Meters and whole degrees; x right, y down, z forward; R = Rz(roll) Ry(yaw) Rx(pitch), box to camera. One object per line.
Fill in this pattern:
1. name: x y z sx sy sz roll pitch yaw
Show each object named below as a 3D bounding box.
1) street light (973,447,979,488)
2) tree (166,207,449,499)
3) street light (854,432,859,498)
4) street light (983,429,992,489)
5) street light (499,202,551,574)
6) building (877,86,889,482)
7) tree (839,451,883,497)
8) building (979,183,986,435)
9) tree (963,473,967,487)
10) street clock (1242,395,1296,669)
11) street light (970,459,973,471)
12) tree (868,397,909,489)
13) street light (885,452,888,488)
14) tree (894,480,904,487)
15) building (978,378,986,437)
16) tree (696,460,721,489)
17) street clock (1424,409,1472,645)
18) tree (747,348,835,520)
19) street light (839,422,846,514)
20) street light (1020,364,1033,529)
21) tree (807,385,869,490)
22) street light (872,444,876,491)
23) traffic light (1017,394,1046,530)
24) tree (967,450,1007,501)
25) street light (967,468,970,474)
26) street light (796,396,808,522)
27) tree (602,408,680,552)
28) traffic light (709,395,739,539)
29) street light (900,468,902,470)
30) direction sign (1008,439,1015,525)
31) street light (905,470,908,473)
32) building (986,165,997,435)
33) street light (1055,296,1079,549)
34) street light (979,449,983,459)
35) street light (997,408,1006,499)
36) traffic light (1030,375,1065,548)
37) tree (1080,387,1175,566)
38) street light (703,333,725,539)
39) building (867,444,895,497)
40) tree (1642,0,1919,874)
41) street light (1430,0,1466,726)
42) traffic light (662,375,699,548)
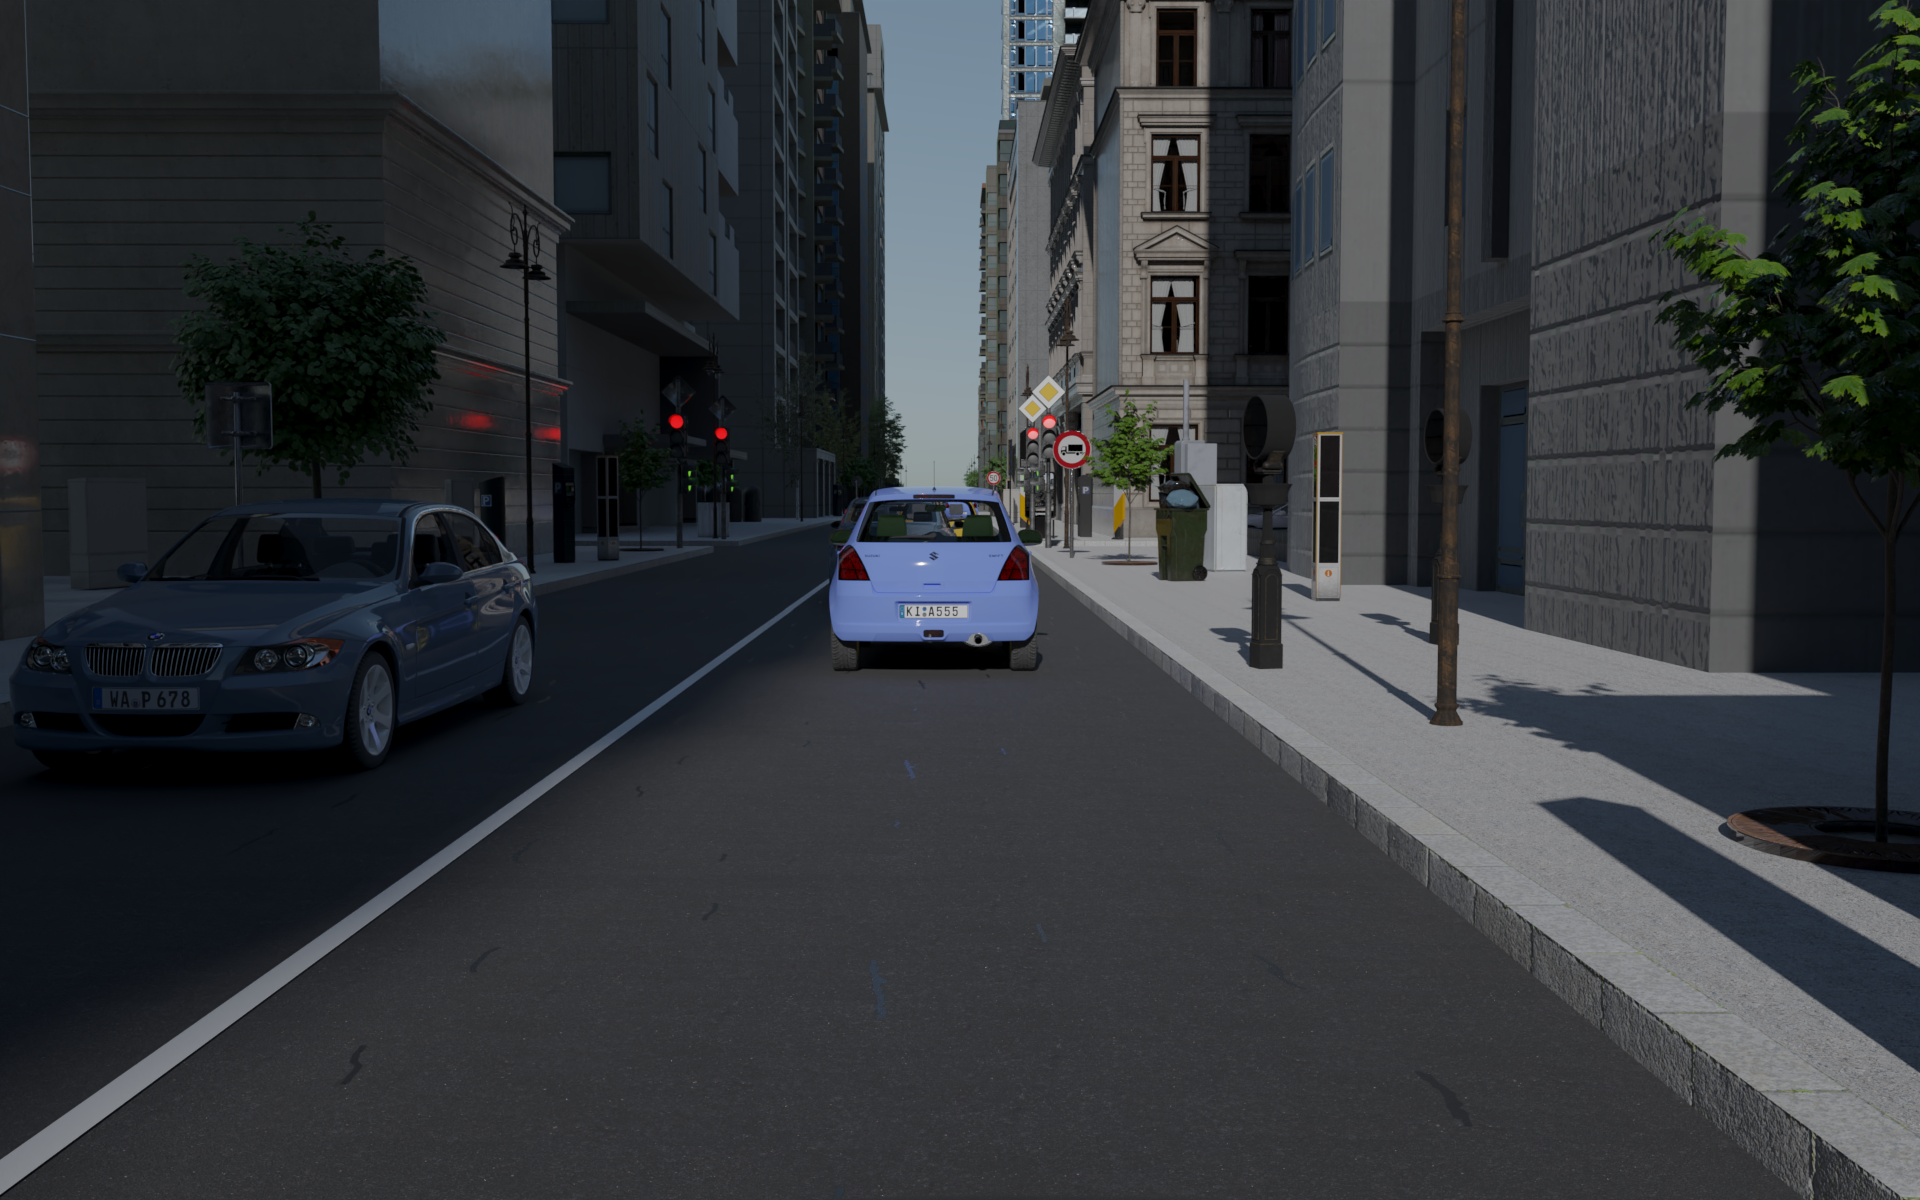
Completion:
1. street light: 1.801 -12.055 169.892 0.468 5.910 1.993 0 4 0
2. tree: -7.492 -2.216 19.938 4.285 4.588 4.351 0 3 0
3. street light: -7.588 -9.356 125.764 0.468 5.910 1.993 0 4 0
4. street light: 2.087 -9.200 123.203 0.468 5.910 1.993 0 4 0
5. street light: -6.933 -3.364 27.787 0.468 5.910 1.993 0 4 0
6. building: -23.763 -38.672 221.527 28.713 52.752 27.495 0 4 0
7. tree: -7.539 -9.027 131.299 4.285 4.588 4.351 0 3 0
8. building: 13.738 -35.756 239.227 22.147 44.769 28.867 0 4 0
9. tree: 1.836 -13.694 207.608 4.285 4.588 4.351 0 3 0
10. street clock: 2.259 -0.499 12.723 0.358 2.002 0.471 -1 4 -14
11. street light: 1.652 -13.920 200.386 0.468 5.910 1.993 0 4 0
12. tree: -9.486 -17.303 201.025 7.486 12.596 7.792 0 3 0
13. street light: -7.965 -13.091 186.817 0.468 5.910 1.993 0 4 0
14. tree: -8.256 -15.457 247.318 1.663 3.219 1.824 0 3 0
15. building: 16.840 -25.953 269.374 27.650 21.520 28.899 0 4 0
16. tree: -12.721 -6.204 85.152 4.285 4.588 4.351 0 3 0
17. street clock: 4.131 -0.621 14.720 0.358 2.002 0.471 -1 4 -9
18. tree: -8.339 -8.304 86.139 4.360 8.622 3.978 0 3 0
19. street light: -7.458 -8.450 110.945 0.468 5.910 1.993 0 4 0
20. street light: 2.400 -5.435 61.655 0.468 5.910 1.993 0 4 0
21. tree: -8.480 -10.253 118.001 4.737 8.622 4.395 0 3 0
22. street light: -7.723 -11.224 156.306 0.468 5.910 1.993 0 4 0
23. traffic light: 2.030 -3.677 49.034 0.839 4.253 0.868 0 4 0
24. tree: 3.173 -8.851 128.426 4.285 4.588 4.351 0 3 0
25. street light: 1.489 -15.193 221.189 0.468 5.910 1.993 0 4 0
26. street light: -7.363 -6.585 80.450 0.468 5.910 1.993 0 4 0
27. tree: -7.160 -2.711 38.930 1.663 3.219 1.824 0 3 0
28. traffic light: -6.681 -3.673 48.967 0.839 4.253 0.868 0 4 0
29. street light: -8.182 -16.336 239.872 0.468 5.910 1.993 0 4 0
30. direction sign: 2.084 -4.883 71.838 0.379 3.537 0.876 0 4 -7
31. street light: -8.418 -18.221 270.703 0.468 5.910 1.993 0 4 0
32. building: 10.218 -32.678 217.878 14.154 41.232 14.086 0 4 0
33. street light: 2.508 -4.147 40.593 0.468 5.910 1.993 0 4 0
34. street light: 1.952 -10.184 139.292 0.468 5.910 1.993 0 4 0
35. street light: 2.214 -7.335 92.709 0.468 5.910 1.993 0 4 0
36. traffic light: 2.076 -3.188 41.049 0.839 4.253 0.868 0 4 0
37. tree: 3.063 -2.262 31.586 1.663 3.219 1.824 0 3 0
38. street light: -7.060 -4.711 49.807 0.468 5.910 1.993 0 4 0
39. building: -25.571 -33.989 247.595 32.217 40.220 23.993 0 4 0
40. tree: 3.285 -0.718 6.344 1.663 3.219 1.824 0 3 0
41. street light: 2.711 -2.244 9.474 0.468 5.910 1.993 0 4 0
42. traffic light: -6.635 -3.184 40.982 0.839 4.253 0.868 0 4 0
